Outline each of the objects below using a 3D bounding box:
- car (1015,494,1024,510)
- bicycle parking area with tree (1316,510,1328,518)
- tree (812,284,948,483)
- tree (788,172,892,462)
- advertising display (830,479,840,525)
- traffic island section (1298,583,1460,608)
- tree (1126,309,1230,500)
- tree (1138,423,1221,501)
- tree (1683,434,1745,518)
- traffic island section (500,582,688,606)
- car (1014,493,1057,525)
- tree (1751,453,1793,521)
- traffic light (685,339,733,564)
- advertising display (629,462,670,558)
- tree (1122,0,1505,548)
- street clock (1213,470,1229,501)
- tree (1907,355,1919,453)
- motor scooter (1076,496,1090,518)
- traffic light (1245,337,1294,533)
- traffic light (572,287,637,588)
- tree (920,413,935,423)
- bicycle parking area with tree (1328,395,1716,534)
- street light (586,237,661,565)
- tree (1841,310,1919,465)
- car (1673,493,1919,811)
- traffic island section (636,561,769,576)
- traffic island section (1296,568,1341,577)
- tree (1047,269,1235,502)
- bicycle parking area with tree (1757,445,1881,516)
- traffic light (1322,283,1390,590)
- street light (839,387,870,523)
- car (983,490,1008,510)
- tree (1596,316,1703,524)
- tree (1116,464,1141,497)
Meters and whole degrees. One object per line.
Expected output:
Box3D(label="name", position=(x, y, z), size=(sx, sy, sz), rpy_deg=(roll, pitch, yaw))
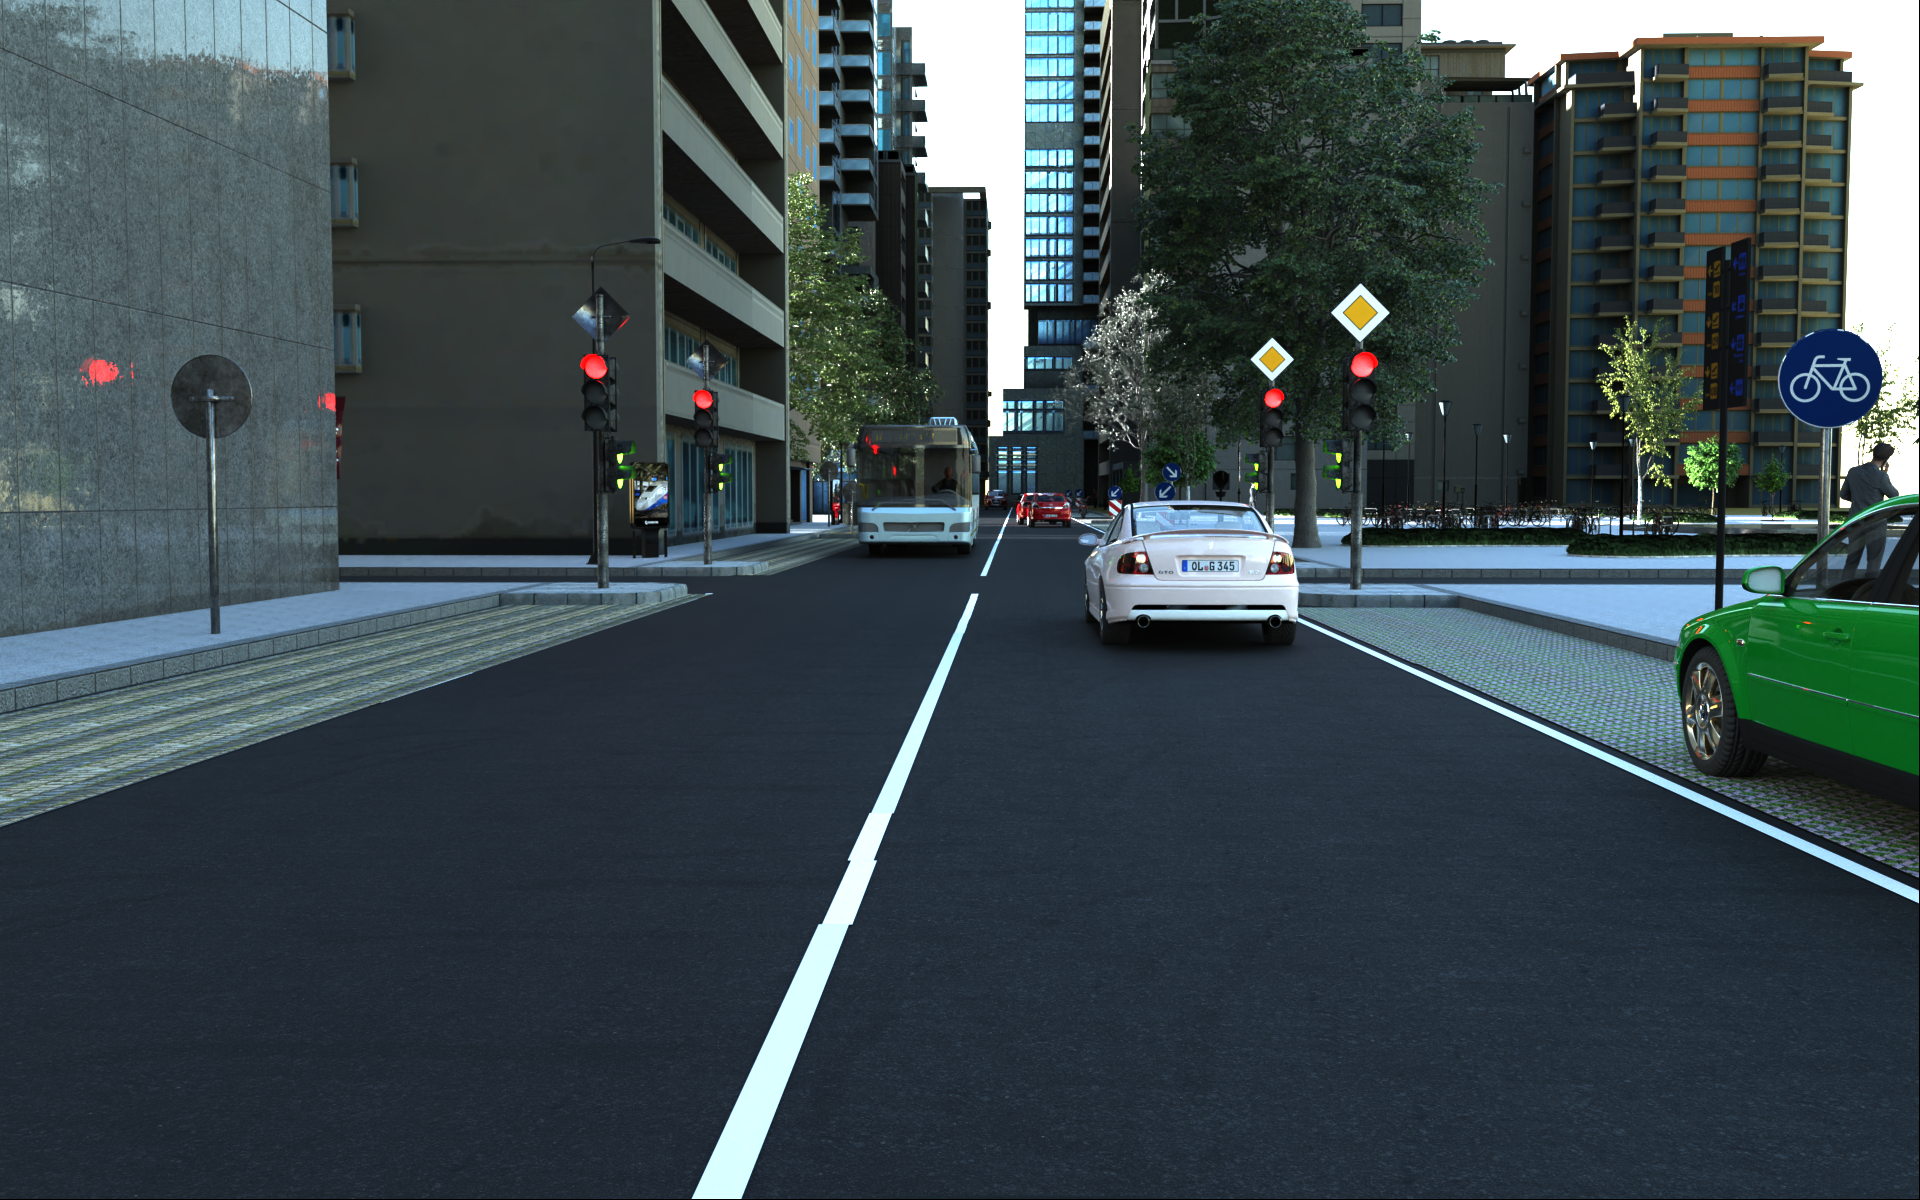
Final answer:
Box3D(label="car", position=(5.810, -8.670, 151.538), size=(2.009, 1.686, 4.222), rpy_deg=(0, 4, 3))
Box3D(label="bicycle parking area with tree", position=(18.946, -5.038, 69.366), size=(8.231, 4.147, 9.016), rpy_deg=(-1, 4, -18))
Box3D(label="tree", position=(-5.380, -10.797, 93.545), size=(9.611, 12.733, 9.660), rpy_deg=(0, 3, 0))
Box3D(label="tree", position=(-6.271, -8.735, 60.938), size=(7.486, 12.596, 7.792), rpy_deg=(0, 3, 0))
Box3D(label="advertising display", position=(-5.159, -4.059, 71.576), size=(0.123, 1.923, 0.974), rpy_deg=(1, 4, 15))
Box3D(label="traffic island section", position=(5.346, -0.063, 23.306), size=(2.009, 0.180, 2.903), rpy_deg=(0, 4, 2))
Box3D(label="tree", position=(8.651, -7.142, 67.138), size=(4.360, 8.622, 3.978), rpy_deg=(0, 3, 0))
Box3D(label="tree", position=(9.337, -5.486, 73.414), size=(4.285, 4.588, 4.351), rpy_deg=(0, 3, 0))
Box3D(label="tree", position=(41.238, -6.800, 94.892), size=(4.285, 4.588, 4.351), rpy_deg=(0, 3, 0))
Box3D(label="traffic island section", position=(-4.889, -0.084, 23.652), size=(2.009, 0.180, 2.903), rpy_deg=(0, 4, 2))
Box3D(label="car", position=(3.665, -4.519, 82.919), size=(2.155, 1.783, 4.494), rpy_deg=(0, 3, 0))
Box3D(label="tree", position=(38.271, -5.334, 81.808), size=(1.663, 3.219, 1.824), rpy_deg=(0, 3, 0))
Box3D(label="traffic light", position=(-4.583, -2.604, 31.496), size=(0.839, 4.253, 0.868), rpy_deg=(0, 4, 2))
Box3D(label="advertising display", position=(-6.242, -1.813, 34.858), size=(0.123, 1.923, 0.974), rpy_deg=(3, 4, 37))
Box3D(label="tree", position=(8.297, -8.217, 41.011), size=(9.857, 13.997, 8.962), rpy_deg=(0, 3, 0))
Box3D(label="street clock", position=(8.019, -2.978, 53.266), size=(0.471, 2.002, 0.358), rpy_deg=(0, 4, 4))
Box3D(label="tree", position=(8.094, -1.121, 12.935), size=(1.663, 3.219, 1.824), rpy_deg=(0, 3, 0))
Box3D(label="motor scooter", position=(7.285, -5.477, 102.324), size=(0.815, 1.314, 1.986), rpy_deg=(0, 4, 3))
Box3D(label="traffic light", position=(5.573, -2.584, 31.174), size=(0.839, 4.253, 0.868), rpy_deg=(0, 4, 2))
Box3D(label="traffic light", position=(-4.850, -2.116, 23.516), size=(0.839, 4.253, 0.868), rpy_deg=(0, 4, 2))
Box3D(label="tree", position=(-3.160, -12.545, 155.469), size=(4.360, 8.622, 3.978), rpy_deg=(0, 3, 0))
Box3D(label="bicycle parking area with tree", position=(17.143, -3.961, 51.759), size=(8.231, 4.147, 9.016), rpy_deg=(3, 5, 45))
Box3D(label="street light", position=(-6.098, -3.602, 31.438), size=(1.470, 5.913, 1.316), rpy_deg=(0, 4, 2))
Box3D(label="tree", position=(36.701, -7.302, 69.747), size=(4.737, 8.622, 4.395), rpy_deg=(0, 3, 0))
Box3D(label="car", position=(4.569, 0.089, 7.343), size=(1.959, 1.807, 4.718), rpy_deg=(0, 4, 3))
Box3D(label="traffic island section", position=(-4.623, -0.572, 31.632), size=(2.009, 0.180, 2.903), rpy_deg=(0, 4, 2))
Box3D(label="traffic island section", position=(5.613, -0.551, 31.287), size=(2.009, 0.180, 2.903), rpy_deg=(0, 4, 2))
Box3D(label="tree", position=(9.938, -11.156, 92.769), size=(12.009, 13.543, 11.850), rpy_deg=(0, 3, 0))
Box3D(label="bicycle parking area with tree", position=(50.746, -6.976, 101.056), size=(8.231, 4.147, 9.016), rpy_deg=(3, 5, 39))
Box3D(label="traffic light", position=(5.306, -2.096, 23.194), size=(0.839, 4.253, 0.868), rpy_deg=(0, 4, 2))
Box3D(label="street light", position=(-4.637, -6.303, 75.592), size=(1.470, 5.913, 1.316), rpy_deg=(0, 4, 2))
Box3D(label="car", position=(3.244, -9.075, 157.055), size=(2.281, 1.827, 5.304), rpy_deg=(0, 4, 1))
Box3D(label="tree", position=(28.397, -7.412, 71.548), size=(4.737, 8.622, 4.395), rpy_deg=(0, 3, 0))
Box3D(label="tree", position=(10.784, -7.032, 109.579), size=(1.663, 3.219, 1.824), rpy_deg=(0, 3, 0))
